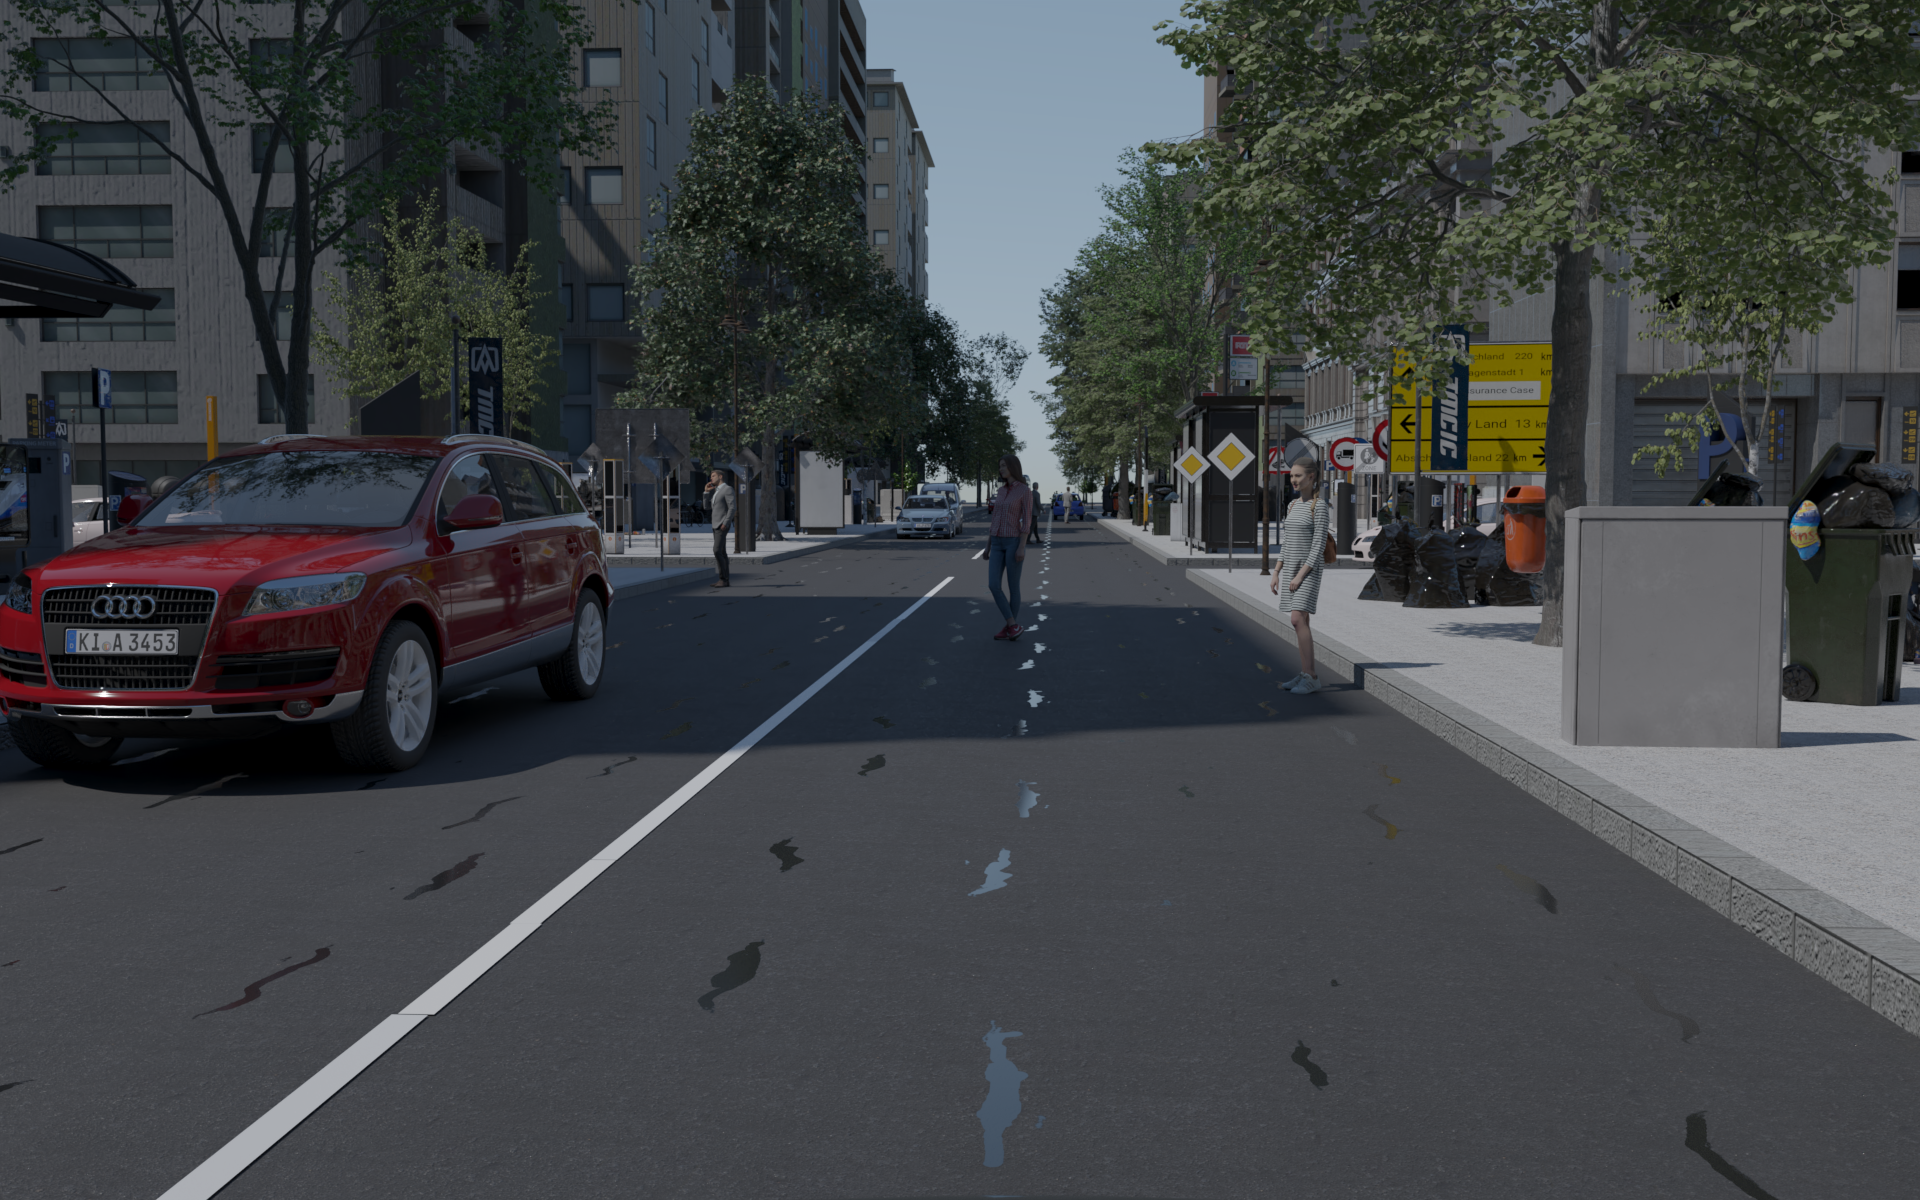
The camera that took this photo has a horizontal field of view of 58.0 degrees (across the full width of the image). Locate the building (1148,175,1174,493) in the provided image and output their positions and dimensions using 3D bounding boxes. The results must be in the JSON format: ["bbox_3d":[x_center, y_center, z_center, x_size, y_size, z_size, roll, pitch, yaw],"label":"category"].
[{"bbox_3d":[39.224,-38.789,257.898,21.300,48.544,21.600,0,4,3],"label":"building"}]

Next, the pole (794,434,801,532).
[{"bbox_3d":[-5.520,-3.974,58.812,0.158,3.312,0.155,0,3,0],"label":"pole"}]

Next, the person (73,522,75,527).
[{"bbox_3d":[-16.505,-1.378,31.709,0.731,1.740,0.598,1,4,14],"label":"person"}]

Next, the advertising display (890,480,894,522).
[{"bbox_3d":[-3.147,-4.579,80.081,0.123,1.923,0.974,0,4,-5],"label":"advertising display"}]

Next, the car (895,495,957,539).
[{"bbox_3d":[-1.080,-2.716,56.413,2.014,1.417,4.499,0,4,2],"label":"car"}]

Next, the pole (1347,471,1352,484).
[{"bbox_3d":[15.165,-4.501,67.442,0.158,3.312,0.155,0,3,0],"label":"pole"}]

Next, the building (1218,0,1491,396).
[{"bbox_3d":[33.264,-30.009,145.263,22.147,44.769,28.867,0,4,3],"label":"building"}]

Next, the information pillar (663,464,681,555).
[{"bbox_3d":[-6.083,-1.951,36.383,0.304,2.012,0.304,-3,5,-42],"label":"information pillar"}]

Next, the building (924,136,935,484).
[{"bbox_3d":[-18.639,-40.272,247.681,28.713,52.752,27.495,0,4,3],"label":"building"}]

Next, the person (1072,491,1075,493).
[{"bbox_3d":[8.848,-7.738,136.492,0.593,1.643,0.415,0,4,1],"label":"person"}]

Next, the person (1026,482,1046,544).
[{"bbox_3d":[2.181,-2.488,49.573,0.834,1.777,0.661,-3,5,-42],"label":"person"}]

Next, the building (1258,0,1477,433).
[{"bbox_3d":[28.161,-26.932,123.937,14.154,41.232,14.086,0,4,3],"label":"building"}]

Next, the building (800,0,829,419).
[{"bbox_3d":[-17.861,-29.557,133.371,14.600,45.320,14.200,0,4,3],"label":"building"}]

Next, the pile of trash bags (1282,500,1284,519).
[{"bbox_3d":[16.100,-5.008,91.632,3.447,1.369,1.912,2,4,28],"label":"pile of trash bags"}]

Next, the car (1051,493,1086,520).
[{"bbox_3d":[6.065,-5.330,96.744,1.945,1.707,3.694,0,4,3],"label":"car"}]

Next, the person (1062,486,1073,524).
[{"bbox_3d":[5.289,-4.614,84.131,0.606,1.804,0.583,3,4,36],"label":"person"}]

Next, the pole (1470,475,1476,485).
[{"bbox_3d":[15.513,-3.580,52.373,0.158,3.312,0.155,0,3,0],"label":"pole"}]

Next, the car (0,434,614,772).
[{"bbox_3d":[-3.704,-0.124,10.699,2.281,1.827,5.304,0,4,5],"label":"car"}]

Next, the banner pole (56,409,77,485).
[{"bbox_3d":[-26.222,-3.720,50.839,0.863,3.779,0.401,-3,5,-45],"label":"banner pole"}]

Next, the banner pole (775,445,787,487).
[{"bbox_3d":[-9.046,-5.942,87.173,0.863,3.779,0.401,1,4,19],"label":"banner pole"}]

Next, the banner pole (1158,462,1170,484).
[{"bbox_3d":[10.984,-6.276,92.625,0.863,3.779,0.401,1,4,16],"label":"banner pole"}]

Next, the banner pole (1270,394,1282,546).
[{"bbox_3d":[8.016,-3.269,43.470,0.401,3.779,0.863,1,4,16],"label":"banner pole"}]

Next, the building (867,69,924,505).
[{"bbox_3d":[-20.350,-38.596,220.290,28.713,52.752,27.495,0,4,3],"label":"building"}]

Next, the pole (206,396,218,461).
[{"bbox_3d":[-15.556,-2.584,36.097,0.158,3.312,0.155,0,3,0],"label":"pole"}]

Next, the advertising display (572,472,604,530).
[{"bbox_3d":[-10.983,-2.793,50.880,0.974,1.923,0.123,0,4,-4],"label":"advertising display"}]

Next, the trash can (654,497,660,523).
[{"bbox_3d":[-13.254,-3.957,76.343,0.748,1.137,0.748,0,3,0],"label":"trash can"}]

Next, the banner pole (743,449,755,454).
[{"bbox_3d":[-10.785,-6.003,88.174,0.863,3.779,0.401,1,4,15],"label":"banner pole"}]

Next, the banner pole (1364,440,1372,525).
[{"bbox_3d":[16.876,-4.958,71.085,0.863,3.779,0.401,-2,4,-35],"label":"banner pole"}]

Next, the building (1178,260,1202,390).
[{"bbox_3d":[33.647,-26.924,211.908,14.160,30.474,14.107,0,4,3],"label":"building"}]

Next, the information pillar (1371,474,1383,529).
[{"bbox_3d":[14.499,-3.410,60.238,0.304,2.012,0.304,-3,5,-44],"label":"information pillar"}]

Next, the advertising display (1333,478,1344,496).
[{"bbox_3d":[17.588,-4.588,80.228,0.123,1.923,0.974,3,5,44],"label":"advertising display"}]

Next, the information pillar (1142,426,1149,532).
[{"bbox_3d":[6.356,-4.149,59.198,0.183,3.616,0.504,0,3,0],"label":"information pillar"}]

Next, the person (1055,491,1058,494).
[{"bbox_3d":[12.479,-13.180,223.629,1.348,1.869,0.705,0,4,-4],"label":"person"}]

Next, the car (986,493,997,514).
[{"bbox_3d":[2.934,-7.116,125.379,2.155,1.783,4.494,0,4,1],"label":"car"}]

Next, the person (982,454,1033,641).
[{"bbox_3d":[0.453,-0.522,17.051,0.555,1.821,0.388,2,4,34],"label":"person"}]

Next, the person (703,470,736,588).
[{"bbox_3d":[-3.709,-1.103,26.712,0.473,1.802,0.592,-1,4,-15],"label":"person"}]

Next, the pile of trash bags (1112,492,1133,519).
[{"bbox_3d":[9.428,-4.892,89.736,3.447,1.369,1.912,-2,4,-25],"label":"pile of trash bags"}]

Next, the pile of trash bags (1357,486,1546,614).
[{"bbox_3d":[5.902,-0.613,19.778,1.912,1.369,3.447,0,4,-6],"label":"pile of trash bags"}]

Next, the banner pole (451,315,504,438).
[{"bbox_3d":[-6.816,-2.100,24.346,0.863,3.779,0.401,-1,4,-12],"label":"banner pole"}]

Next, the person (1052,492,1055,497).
[{"bbox_3d":[12.158,-13.045,222.696,0.541,1.710,0.530,2,4,26],"label":"person"}]

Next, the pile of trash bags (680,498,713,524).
[{"bbox_3d":[-11.472,-3.968,74.630,1.912,1.369,3.447,2,4,27],"label":"pile of trash bags"}]

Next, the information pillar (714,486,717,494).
[{"bbox_3d":[-8.051,-3.269,57.947,0.304,2.012,0.304,-1,4,-14],"label":"information pillar"}]

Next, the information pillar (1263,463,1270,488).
[{"bbox_3d":[19.299,-7.195,108.992,0.504,3.616,0.183,-1,4,-18],"label":"information pillar"}]

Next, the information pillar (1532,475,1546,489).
[{"bbox_3d":[8.306,-2.017,24.327,0.504,3.616,0.183,1,4,13],"label":"information pillar"}]

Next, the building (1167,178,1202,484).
[{"bbox_3d":[34.068,-33.153,225.647,14.154,41.232,14.086,0,4,3],"label":"building"}]

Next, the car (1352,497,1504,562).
[{"bbox_3d":[9.871,-1.247,32.744,4.827,1.381,2.083,0,4,4],"label":"car"}]

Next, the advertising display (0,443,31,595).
[{"bbox_3d":[-12.184,-1.027,22.005,0.123,1.923,0.974,0,4,7],"label":"advertising display"}]

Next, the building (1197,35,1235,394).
[{"bbox_3d":[30.897,-31.608,166.898,14.600,45.320,14.200,0,4,3],"label":"building"}]

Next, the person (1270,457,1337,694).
[{"bbox_3d":[2.520,-0.194,12.679,0.522,1.701,0.512,-2,4,-27],"label":"person"}]

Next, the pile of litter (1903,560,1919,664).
[{"bbox_3d":[7.635,0.019,13.660,1.176,0.858,1.719,2,4,32],"label":"pile of litter"}]

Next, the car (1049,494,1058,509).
[{"bbox_3d":[9.706,-9.506,167.223,2.131,1.459,4.920,0,4,1],"label":"car"}]

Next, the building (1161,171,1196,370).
[{"bbox_3d":[35.140,-36.055,239.602,14.600,45.320,14.200,0,4,3],"label":"building"}]

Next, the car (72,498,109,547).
[{"bbox_3d":[-16.774,-1.298,33.588,4.827,1.381,2.083,0,4,4],"label":"car"}]

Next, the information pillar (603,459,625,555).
[{"bbox_3d":[-7.330,-1.970,36.701,0.304,2.012,0.304,2,4,28],"label":"information pillar"}]

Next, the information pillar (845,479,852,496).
[{"bbox_3d":[-5.392,-4.800,82.973,0.304,2.012,0.304,-3,4,-36],"label":"information pillar"}]

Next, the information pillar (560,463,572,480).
[{"bbox_3d":[-9.300,-2.212,40.661,0.304,2.012,0.304,3,5,42],"label":"information pillar"}]

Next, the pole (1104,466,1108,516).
[{"bbox_3d":[8.526,-6.563,101.146,0.158,3.312,0.155,0,3,0],"label":"pole"}]

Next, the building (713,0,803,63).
[{"bbox_3d":[-18.719,-26.643,119.201,14.154,41.232,14.086,0,4,3],"label":"building"}]

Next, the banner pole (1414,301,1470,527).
[{"bbox_3d":[6.202,-1.990,22.551,0.863,3.779,0.401,1,4,16],"label":"banner pole"}]
